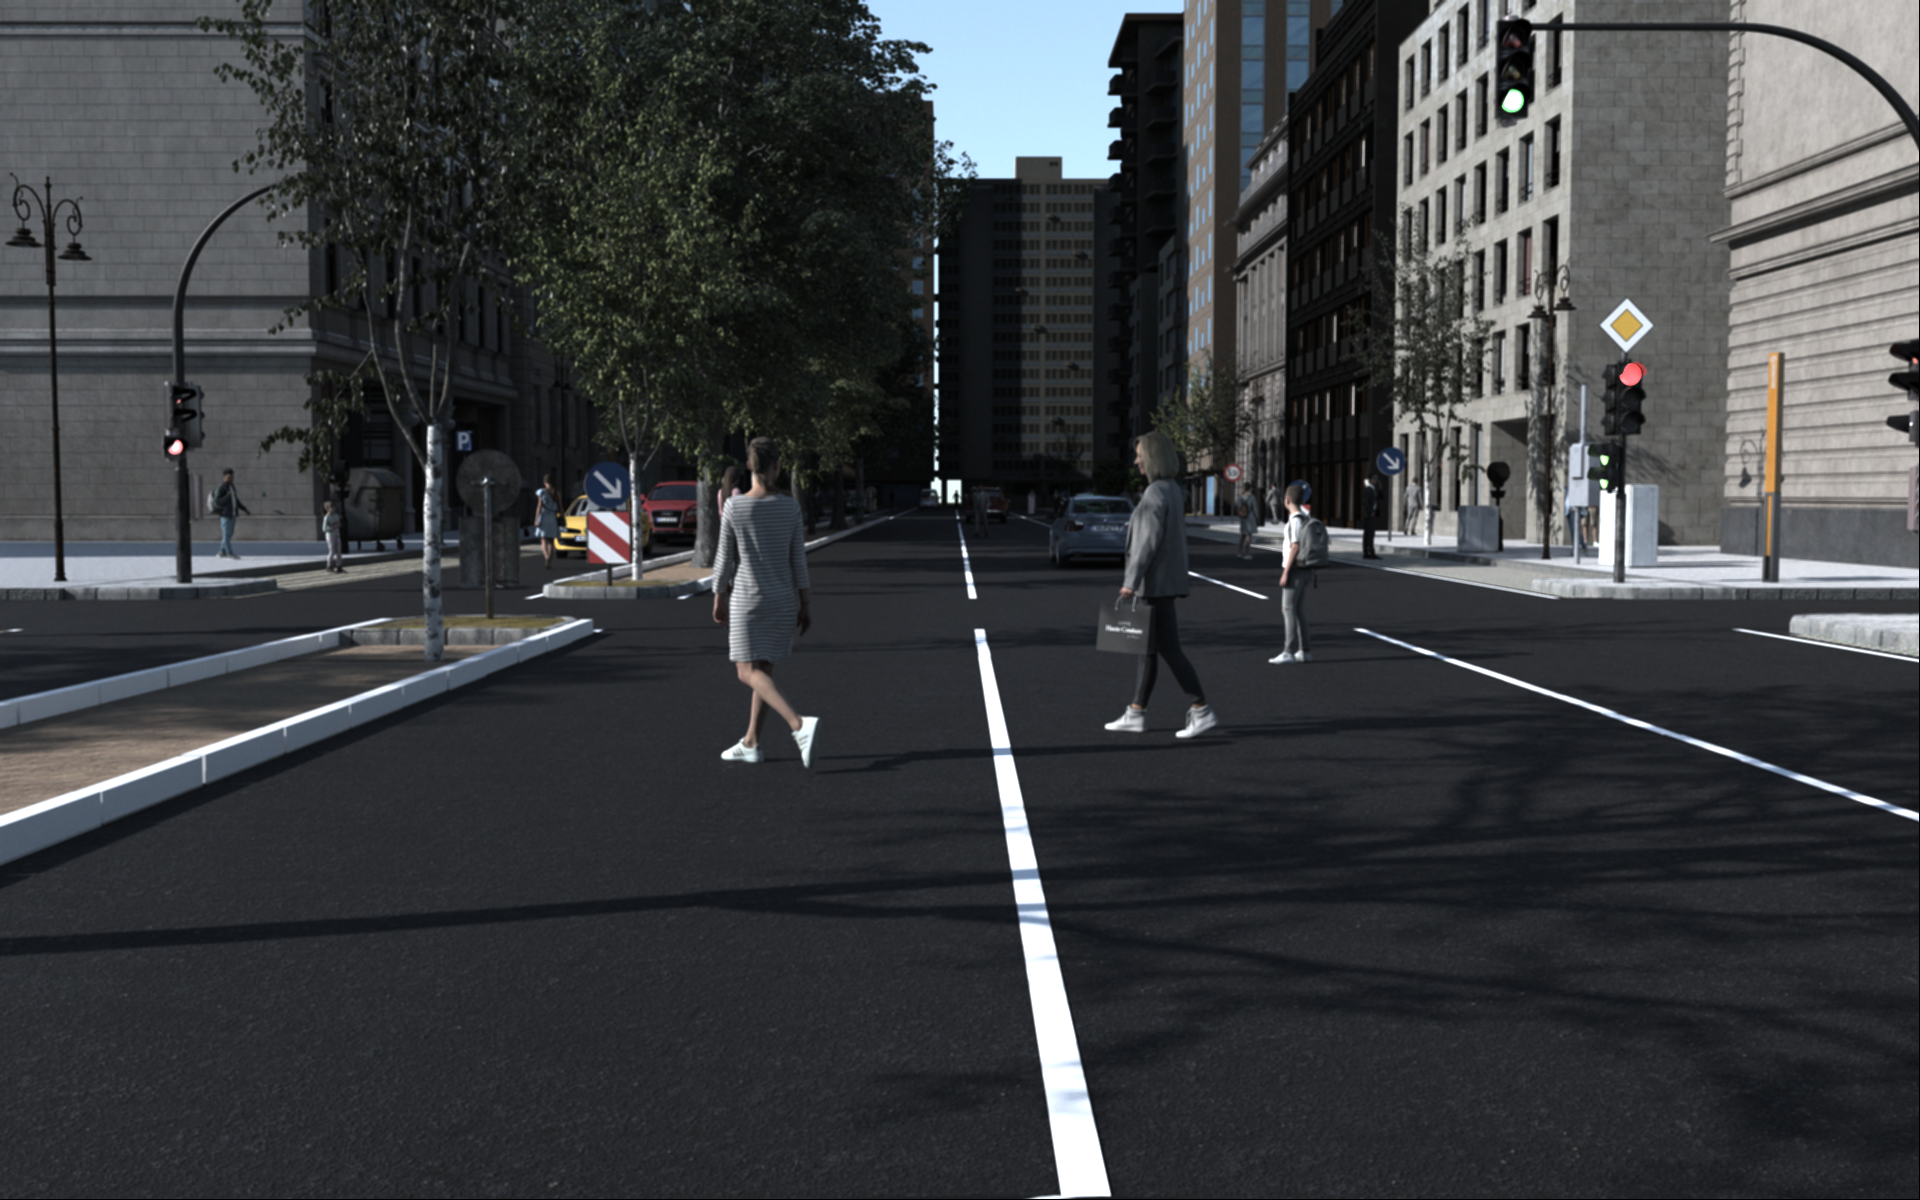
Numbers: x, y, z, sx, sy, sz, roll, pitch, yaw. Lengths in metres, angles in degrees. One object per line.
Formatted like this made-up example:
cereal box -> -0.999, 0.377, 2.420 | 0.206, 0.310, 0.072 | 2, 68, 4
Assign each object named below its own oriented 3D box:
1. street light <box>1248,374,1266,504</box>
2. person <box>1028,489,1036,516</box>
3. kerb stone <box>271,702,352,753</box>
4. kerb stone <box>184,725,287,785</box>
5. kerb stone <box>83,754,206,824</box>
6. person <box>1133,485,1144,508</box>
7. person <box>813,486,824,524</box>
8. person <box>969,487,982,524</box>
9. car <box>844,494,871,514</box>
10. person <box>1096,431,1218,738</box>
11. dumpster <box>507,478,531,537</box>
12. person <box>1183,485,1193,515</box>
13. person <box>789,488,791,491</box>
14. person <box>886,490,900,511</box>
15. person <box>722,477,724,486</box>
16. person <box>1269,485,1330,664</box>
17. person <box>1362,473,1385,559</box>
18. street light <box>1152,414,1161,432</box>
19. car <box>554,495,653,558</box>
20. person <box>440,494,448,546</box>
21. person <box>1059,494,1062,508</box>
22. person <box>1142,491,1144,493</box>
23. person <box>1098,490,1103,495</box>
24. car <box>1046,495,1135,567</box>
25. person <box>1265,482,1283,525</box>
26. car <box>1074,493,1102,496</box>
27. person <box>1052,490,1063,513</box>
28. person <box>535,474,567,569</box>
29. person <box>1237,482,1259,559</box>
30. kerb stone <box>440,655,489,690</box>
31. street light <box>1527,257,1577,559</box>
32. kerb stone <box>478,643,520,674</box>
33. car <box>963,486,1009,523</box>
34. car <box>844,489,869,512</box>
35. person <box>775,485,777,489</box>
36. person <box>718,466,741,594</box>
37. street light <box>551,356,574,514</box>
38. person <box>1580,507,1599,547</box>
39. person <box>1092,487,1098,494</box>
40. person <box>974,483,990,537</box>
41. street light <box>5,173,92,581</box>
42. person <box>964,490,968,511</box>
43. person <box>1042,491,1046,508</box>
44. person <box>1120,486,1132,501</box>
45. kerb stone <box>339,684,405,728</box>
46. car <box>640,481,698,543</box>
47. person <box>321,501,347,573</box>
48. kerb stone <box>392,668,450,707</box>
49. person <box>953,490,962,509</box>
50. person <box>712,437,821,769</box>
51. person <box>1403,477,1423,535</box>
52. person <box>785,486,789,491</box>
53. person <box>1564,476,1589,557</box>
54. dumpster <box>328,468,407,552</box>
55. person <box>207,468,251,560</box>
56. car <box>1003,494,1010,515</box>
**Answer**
street light -> 11.448, -5.755, 66.883 | 0.468, 5.910, 1.993 | 0, 4, 0
person -> 4.727, -6.401, 113.822 | 0.551, 1.740, 0.621 | -1, 4, -16
kerb stone -> -3.777, 0.743, 10.049 | 0.120, 0.150, 1.000 | 0, 4, 0
kerb stone -> -3.775, 0.805, 9.026 | 0.120, 0.150, 1.000 | 0, 4, 0
kerb stone -> -3.772, 0.872, 7.992 | 0.120, 0.150, 1.000 | 0, 4, 0
person -> 6.209, -3.086, 59.501 | 0.519, 1.759, 0.362 | -2, 4, -23
person -> -6.740, -4.515, 82.280 | 0.622, 1.834, 0.822 | 1, 4, 14
person -> 0.862, -4.522, 82.927 | 0.782, 1.767, 0.515 | 3, 5, 44
car -> -7.519, -7.111, 128.060 | 2.131, 1.459, 4.920 | 0, 4, -1
person -> 1.164, -0.094, 10.217 | 0.728, 1.800, 0.709 | 2, 4, 23
dumpster -> -13.482, -2.774, 51.110 | 1.264, 1.857, 1.865 | 0, 3, 0
person -> 12.367, -5.398, 94.793 | 0.782, 1.767, 0.515 | 0, 4, -8
person -> -11.213, -6.420, 113.426 | 1.348, 1.831, 0.705 | -3, 5, -43
person -> -5.682, -8.367, 145.305 | 1.348, 1.822, 0.705 | 2, 4, 27
person -> -4.699, -1.578, 34.488 | 0.709, 1.800, 0.728 | 3, 4, 36
person -> 2.857, -0.223, 14.735 | 0.523, 1.515, 0.503 | 0, 4, -4
person -> 9.075, -1.844, 38.004 | 0.474, 1.900, 0.648 | 1, 4, 16
street light -> 11.267, -7.753, 99.551 | 0.468, 5.910, 1.993 | 0, 4, 0
car -> -8.196, -1.816, 39.909 | 2.015, 1.641, 3.980 | 0, 4, -1
person -> -12.902, -1.985, 42.753 | 0.306, 1.304, 0.590 | 3, 4, 38
person -> 9.548, -9.405, 162.136 | 0.709, 1.838, 0.599 | 0, 4, -2
person -> 12.817, -7.062, 121.510 | 0.705, 1.823, 1.348 | 2, 4, 27
person -> 12.661, -9.154, 157.175 | 0.593, 1.643, 0.415 | -1, 4, -18
car -> 2.770, -1.417, 35.172 | 2.014, 1.417, 4.499 | 0, 4, 0
person -> 13.180, -4.051, 72.556 | 0.678, 1.792, 0.850 | -1, 4, -20
car -> 6.106, -4.547, 83.141 | 1.959, 1.807, 4.718 | 0, 4, -2
person -> 7.405, -7.505, 131.935 | 0.721, 1.736, 1.217 | -3, 4, -38
person -> -7.797, -1.493, 33.004 | 0.616, 1.811, 0.778 | -1, 4, -19
person -> 6.319, -1.753, 38.167 | 0.512, 1.701, 0.522 | 2, 4, 32
kerb stone -> -3.785, 0.555, 13.123 | 0.120, 0.150, 1.000 | 0, 4, 0
street light -> 11.541, -3.739, 33.923 | 0.468, 5.910, 1.993 | 0, 4, 0
kerb stone -> -3.801, 0.493, 14.151 | 0.120, 0.150, 1.000 | 0, 4, 0
car -> 1.295, -4.731, 86.026 | 2.281, 1.827, 5.304 | 0, 4, 0
car -> -8.289, -7.910, 138.003 | 2.281, 1.827, 5.304 | 0, 4, 0
person -> -8.628, -4.449, 81.050 | 0.447, 1.846, 0.655 | -1, 4, -20
person -> -3.157, -0.974, 24.429 | 0.555, 1.821, 0.388 | 2, 4, 31
street light -> -13.296, -5.213, 58.023 | 0.468, 5.910, 1.993 | 0, 4, 0
person -> 15.404, -2.224, 42.388 | 0.580, 1.828, 0.573 | 0, 4, -8
person -> 7.387, -5.252, 94.555 | 0.709, 1.800, 0.728 | 0, 4, -1
person -> 0.730, -3.029, 58.299 | 0.678, 1.792, 0.850 | 1, 4, 23
street light -> -13.262, -3.215, 25.355 | 0.468, 5.910, 1.993 | 0, 4, 0
person -> 0.532, -8.556, 148.406 | 0.705, 1.823, 1.348 | 1, 4, 10
person -> 8.638, -10.255, 176.691 | 0.721, 1.766, 1.217 | 0, 4, -7
person -> 6.956, -3.907, 72.647 | 0.520, 1.790, 0.573 | 1, 4, 11
kerb stone -> -3.781, 0.680, 11.072 | 0.120, 0.150, 1.000 | 0, 4, 0
car -> -7.887, -2.482, 49.248 | 2.281, 1.827, 5.304 | 0, 4, 0
person -> -11.276, -1.129, 31.242 | 0.394, 1.301, 0.425 | 0, 4, 6
kerb stone -> -3.789, 0.618, 12.097 | 0.120, 0.150, 1.000 | 0, 4, 0
person -> -0.304, -9.591, 165.457 | 0.705, 1.807, 1.348 | 3, 4, 37
person -> -0.991, 0.009, 9.103 | 0.760, 1.731, 0.466 | 3, 4, 36
person -> 14.279, -2.959, 54.549 | 0.709, 1.813, 0.853 | 2, 4, 33
person -> -9.011, -5.005, 90.106 | 0.755, 1.850, 0.659 | 0, 4, 0
person -> 12.656, -1.789, 35.554 | 0.793, 1.790, 0.793 | -2, 4, -29
dumpster -> -13.326, -2.029, 38.937 | 1.264, 1.857, 1.865 | 0, 4, 0
person -> -14.334, -1.683, 33.914 | 0.721, 1.781, 0.623 | 0, 4, -4
car -> 2.536, -6.789, 121.224 | 2.015, 1.641, 3.980 | 0, 4, 1
